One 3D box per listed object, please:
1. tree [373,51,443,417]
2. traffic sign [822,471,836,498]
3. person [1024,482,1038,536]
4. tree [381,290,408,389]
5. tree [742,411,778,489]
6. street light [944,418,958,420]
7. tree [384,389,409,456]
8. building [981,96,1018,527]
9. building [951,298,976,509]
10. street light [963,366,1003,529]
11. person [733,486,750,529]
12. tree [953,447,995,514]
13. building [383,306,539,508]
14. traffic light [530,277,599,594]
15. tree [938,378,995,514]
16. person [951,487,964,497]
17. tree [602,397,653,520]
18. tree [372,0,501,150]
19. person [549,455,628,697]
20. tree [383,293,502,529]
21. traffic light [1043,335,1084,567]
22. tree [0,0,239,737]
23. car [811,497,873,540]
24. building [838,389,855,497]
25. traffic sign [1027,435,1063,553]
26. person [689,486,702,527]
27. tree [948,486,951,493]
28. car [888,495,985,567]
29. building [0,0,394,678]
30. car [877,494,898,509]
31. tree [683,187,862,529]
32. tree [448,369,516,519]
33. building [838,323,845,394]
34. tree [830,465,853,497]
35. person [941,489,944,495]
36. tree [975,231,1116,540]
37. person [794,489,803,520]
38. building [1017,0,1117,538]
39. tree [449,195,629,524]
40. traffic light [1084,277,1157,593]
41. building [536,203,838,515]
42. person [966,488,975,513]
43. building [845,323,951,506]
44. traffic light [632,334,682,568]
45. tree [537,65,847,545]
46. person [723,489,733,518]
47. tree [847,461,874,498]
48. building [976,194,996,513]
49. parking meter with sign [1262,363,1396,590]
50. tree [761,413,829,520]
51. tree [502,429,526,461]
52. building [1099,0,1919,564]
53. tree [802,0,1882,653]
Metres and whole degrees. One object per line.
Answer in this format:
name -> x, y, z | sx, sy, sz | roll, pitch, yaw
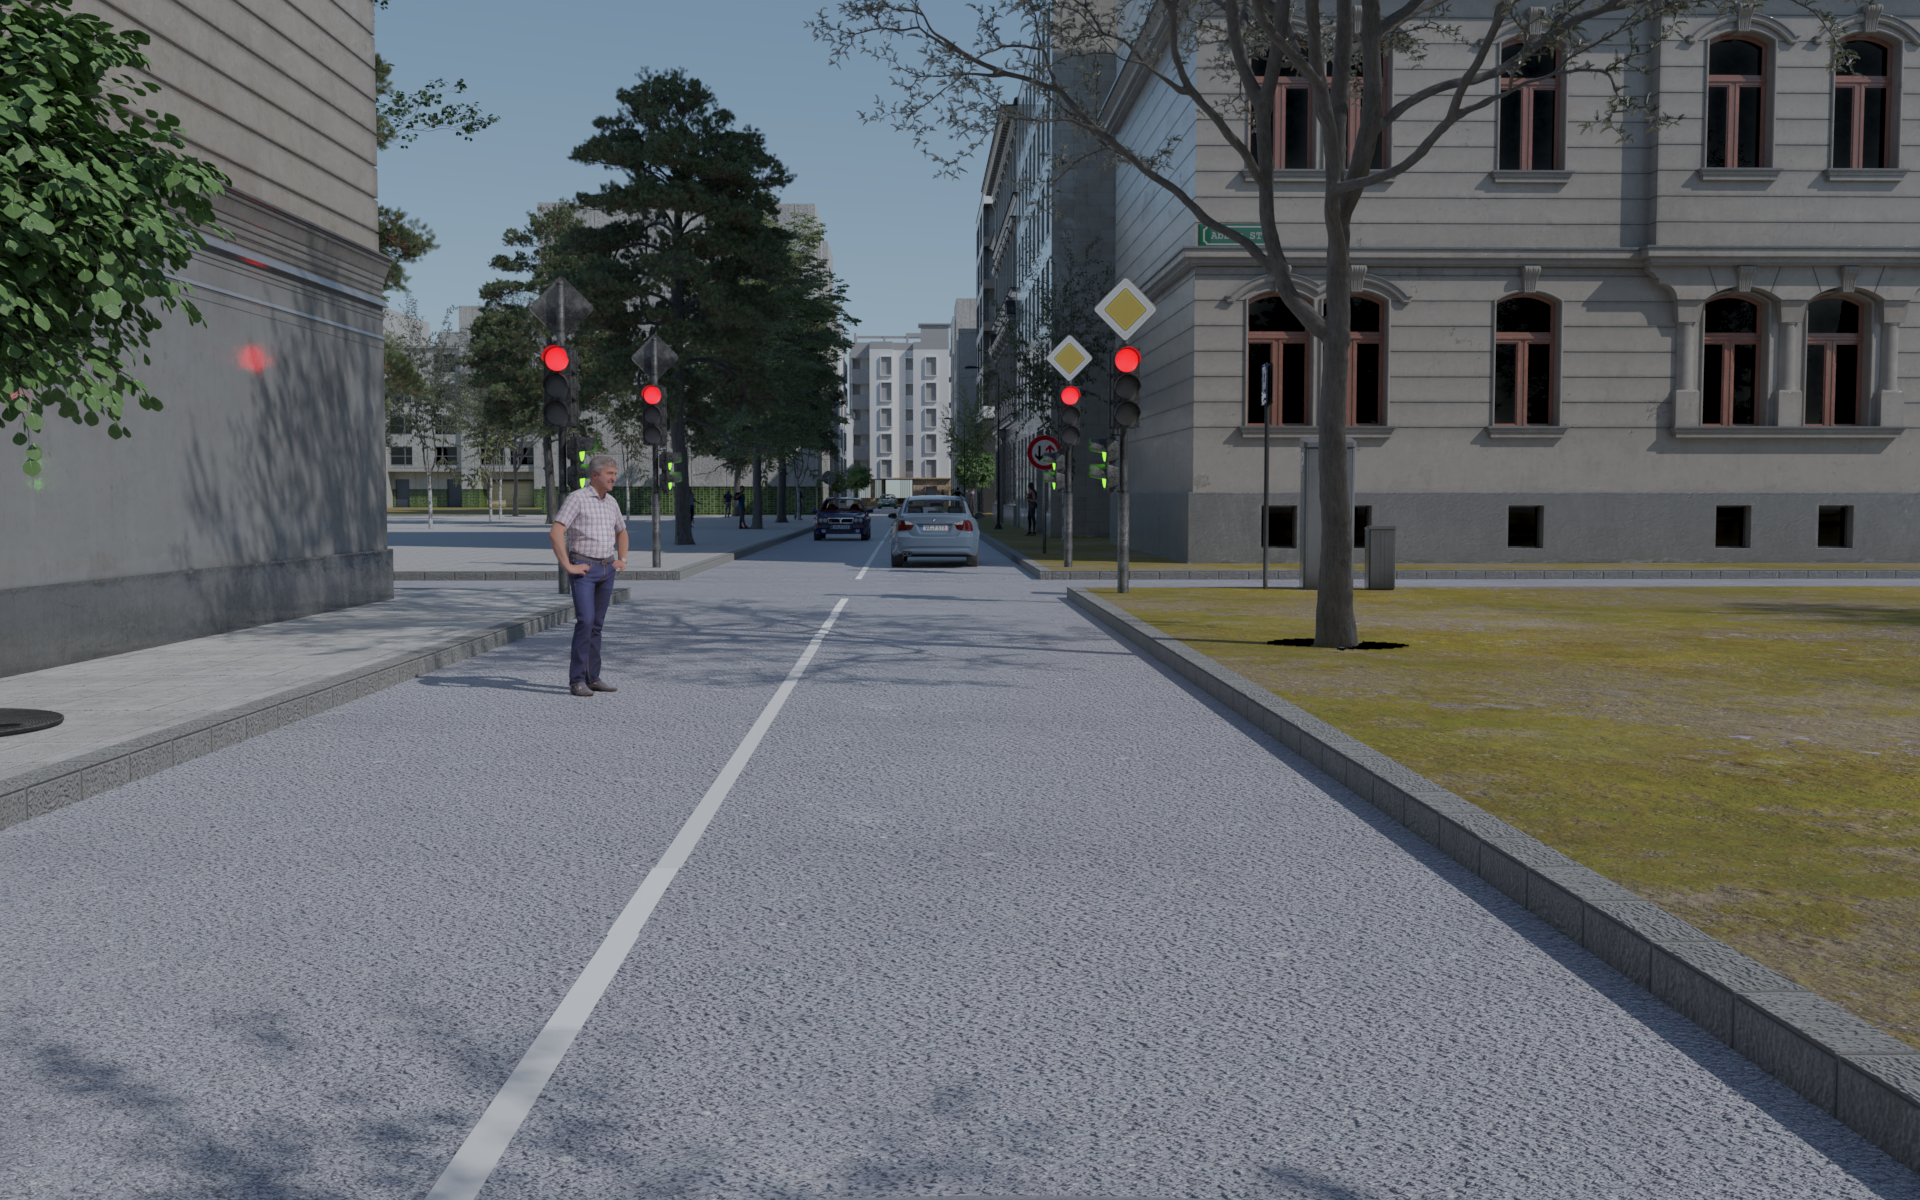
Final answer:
tree -> -13.748, -6.846, 33.984 | 6.751, 12.117, 7.091 | 0, 3, 0
traffic sign -> -7.089, -5.729, 93.778 | 0.768, 2.556, 0.104 | 0, 4, 1
person -> 2.129, -2.783, 53.017 | 0.593, 1.643, 0.415 | 3, 5, 45
tree -> -28.937, -10.224, 73.813 | 9.857, 13.997, 8.962 | 0, 3, 0
tree -> -10.236, -8.546, 90.088 | 4.737, 8.622, 4.395 | 0, 3, 0
street light -> -0.275, -8.111, 105.163 | 1.470, 5.913, 1.316 | 0, 4, -2
tree -> -30.866, -9.241, 85.508 | 7.601, 10.594, 8.767 | 0, 3, 0
building -> 6.569, -12.979, 76.833 | 10.561, 19.102, 19.286 | 0, 4, -2
building -> 7.816, -18.279, 165.311 | 16.747, 18.905, 31.486 | 0, 4, -2
street light -> 0.854, -5.517, 62.742 | 1.470, 5.913, 1.316 | 0, 4, -2
person -> -8.002, -3.402, 63.533 | 0.662, 1.594, 0.647 | 0, 4, 5
tree -> 0.981, -7.988, 114.309 | 4.285, 4.588, 4.351 | 0, 3, 0
building -> -54.499, -18.625, 170.975 | 31.486, 18.905, 16.747 | 0, 4, -2
traffic light -> -5.064, -2.011, 22.125 | 0.839, 4.213, 0.868 | 0, 4, -2
tree -> 0.769, -9.703, 109.013 | 4.737, 8.622, 4.395 | 0, 3, 0
person -> -0.197, -8.392, 142.890 | 1.348, 1.869, 0.705 | -1, 4, -12
tree -> -16.213, -8.249, 85.234 | 4.360, 8.622, 3.978 | 0, 3, 0
tree -> -20.672, -11.963, 51.485 | 12.611, 20.169, 13.585 | 0, 3, 0
person -> -2.610, -0.188, 12.516 | 0.436, 1.711, 0.756 | 3, 5, 40
tree -> -19.426, -6.896, 63.118 | 4.360, 8.622, 3.978 | 0, 3, 0
traffic light -> 1.881, -2.512, 30.314 | 0.839, 4.213, 0.868 | 0, 4, -2
tree -> -5.648, -1.561, 9.231 | 4.285, 4.588, 4.351 | 0, 3, 0
car -> -3.701, -2.576, 54.701 | 1.945, 1.354, 3.894 | 0, 4, -2
building -> -14.379, -12.847, 152.194 | 9.099, 9.664, 28.070 | 0, 4, -2
traffic sign -> 1.826, -2.278, 37.344 | 0.768, 2.556, 0.104 | 0, 4, 4
person -> -10.327, -3.563, 66.264 | 0.435, 1.587, 0.963 | 2, 4, 30
tree -> -0.634, -11.499, 182.616 | 1.663, 3.219, 1.824 | 0, 3, 0
car -> -0.494, -1.431, 35.404 | 2.014, 1.417, 4.499 | 0, 3, 0
building -> -15.709, -10.181, 15.616 | 18.267, 20.994, 9.793 | 0, 4, -2
car -> -7.035, -9.600, 168.761 | 2.131, 1.459, 4.920 | 0, 4, 0
tree -> -7.457, -8.904, 63.704 | 7.486, 12.596, 7.792 | 0, 3, 0
tree -> -23.462, -8.388, 87.509 | 4.737, 8.622, 4.395 | 0, 3, 0
building -> -18.755, -20.860, 197.486 | 11.380, 20.091, 16.016 | 0, 4, -2
tree -> -7.837, -7.264, 113.360 | 1.663, 3.219, 1.824 | 0, 3, 0
person -> -1.574, -9.885, 168.179 | 0.721, 1.766, 1.217 | 0, 4, -4
tree -> 2.680, -5.950, 47.648 | 4.360, 8.622, 3.978 | 0, 3, 0
person -> -7.991, -4.742, 85.790 | 0.471, 1.553, 0.569 | 0, 4, -4
building -> 7.626, -12.479, 58.778 | 10.420, 20.320, 16.860 | 0, 4, -2
tree -> -17.602, -10.186, 73.965 | 7.806, 13.903, 7.818 | 0, 3, 0
traffic light -> 2.094, -2.024, 22.331 | 0.839, 4.213, 0.868 | 0, 4, -2
building -> -17.618, -15.586, 121.283 | 16.747, 18.905, 31.486 | 0, 4, -2
person -> 0.767, -6.743, 117.099 | 0.445, 1.727, 0.742 | 3, 5, 44
building -> -6.820, -20.896, 198.073 | 11.380, 20.091, 16.016 | 0, 4, -2
traffic light -> -5.277, -2.499, 30.107 | 0.839, 4.213, 0.868 | 0, 4, -2
tree -> -7.096, -7.431, 43.548 | 6.751, 12.117, 7.091 | 0, 3, 0
person -> -12.669, -5.249, 94.066 | 0.569, 1.553, 0.471 | 3, 5, 39
tree -> -10.065, -11.379, 169.762 | 4.285, 4.588, 4.351 | 0, 3, 0
building -> 15.078, -17.702, 133.403 | 27.936, 21.610, 32.646 | 0, 4, -2
parking meter with sign -> 4.939, -1.648, 23.202 | 1.738, 3.016, 0.543 | 0, 4, 3
tree -> -8.000, -8.238, 85.058 | 4.360, 8.622, 3.978 | 0, 3, 0
tree -> -22.143, -8.035, 81.732 | 4.360, 8.622, 3.978 | 0, 3, 0
building -> 15.153, -15.300, 37.550 | 23.554, 28.519, 14.401 | 0, 4, -2
tree -> 3.012, -6.348, 14.157 | 12.009, 13.543, 11.850 | 0, 3, 0
